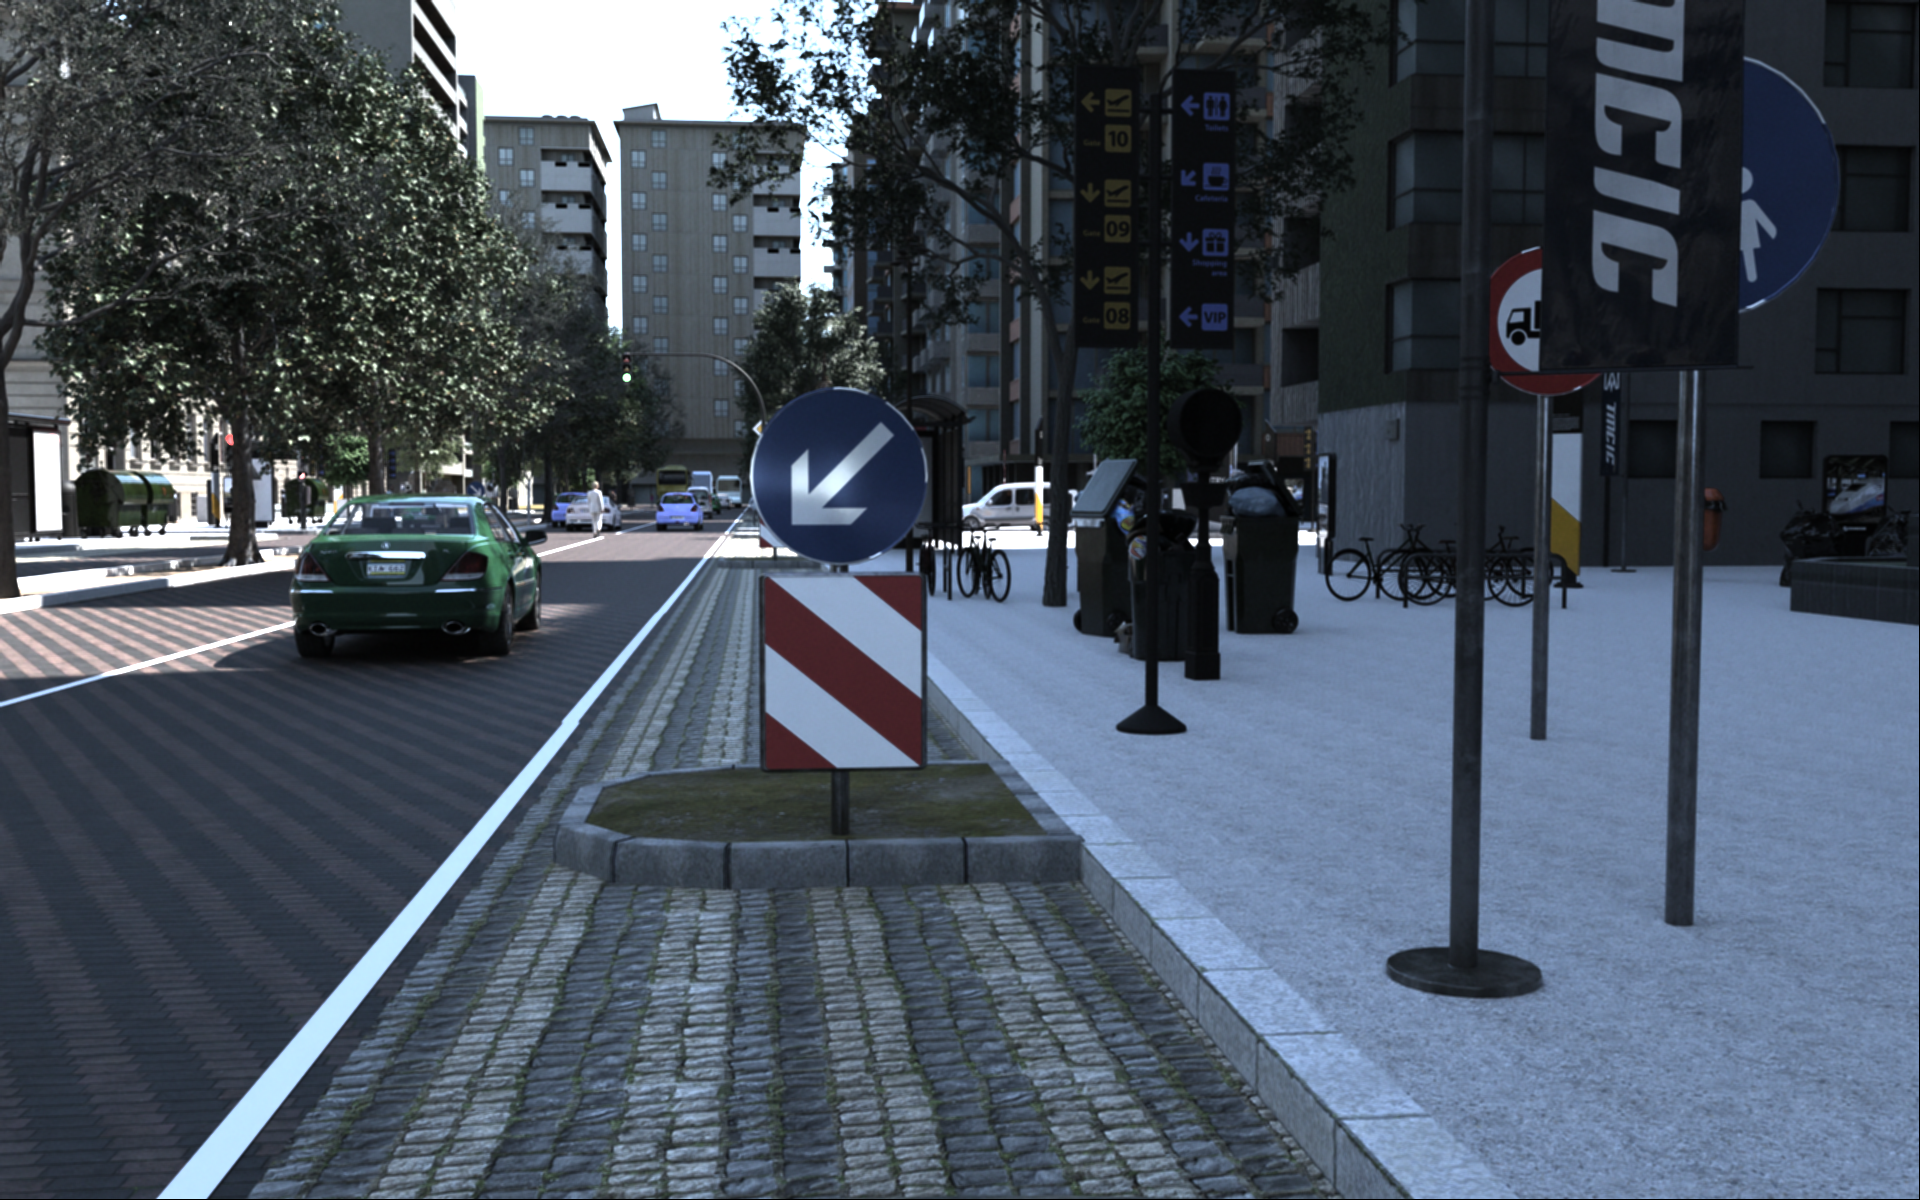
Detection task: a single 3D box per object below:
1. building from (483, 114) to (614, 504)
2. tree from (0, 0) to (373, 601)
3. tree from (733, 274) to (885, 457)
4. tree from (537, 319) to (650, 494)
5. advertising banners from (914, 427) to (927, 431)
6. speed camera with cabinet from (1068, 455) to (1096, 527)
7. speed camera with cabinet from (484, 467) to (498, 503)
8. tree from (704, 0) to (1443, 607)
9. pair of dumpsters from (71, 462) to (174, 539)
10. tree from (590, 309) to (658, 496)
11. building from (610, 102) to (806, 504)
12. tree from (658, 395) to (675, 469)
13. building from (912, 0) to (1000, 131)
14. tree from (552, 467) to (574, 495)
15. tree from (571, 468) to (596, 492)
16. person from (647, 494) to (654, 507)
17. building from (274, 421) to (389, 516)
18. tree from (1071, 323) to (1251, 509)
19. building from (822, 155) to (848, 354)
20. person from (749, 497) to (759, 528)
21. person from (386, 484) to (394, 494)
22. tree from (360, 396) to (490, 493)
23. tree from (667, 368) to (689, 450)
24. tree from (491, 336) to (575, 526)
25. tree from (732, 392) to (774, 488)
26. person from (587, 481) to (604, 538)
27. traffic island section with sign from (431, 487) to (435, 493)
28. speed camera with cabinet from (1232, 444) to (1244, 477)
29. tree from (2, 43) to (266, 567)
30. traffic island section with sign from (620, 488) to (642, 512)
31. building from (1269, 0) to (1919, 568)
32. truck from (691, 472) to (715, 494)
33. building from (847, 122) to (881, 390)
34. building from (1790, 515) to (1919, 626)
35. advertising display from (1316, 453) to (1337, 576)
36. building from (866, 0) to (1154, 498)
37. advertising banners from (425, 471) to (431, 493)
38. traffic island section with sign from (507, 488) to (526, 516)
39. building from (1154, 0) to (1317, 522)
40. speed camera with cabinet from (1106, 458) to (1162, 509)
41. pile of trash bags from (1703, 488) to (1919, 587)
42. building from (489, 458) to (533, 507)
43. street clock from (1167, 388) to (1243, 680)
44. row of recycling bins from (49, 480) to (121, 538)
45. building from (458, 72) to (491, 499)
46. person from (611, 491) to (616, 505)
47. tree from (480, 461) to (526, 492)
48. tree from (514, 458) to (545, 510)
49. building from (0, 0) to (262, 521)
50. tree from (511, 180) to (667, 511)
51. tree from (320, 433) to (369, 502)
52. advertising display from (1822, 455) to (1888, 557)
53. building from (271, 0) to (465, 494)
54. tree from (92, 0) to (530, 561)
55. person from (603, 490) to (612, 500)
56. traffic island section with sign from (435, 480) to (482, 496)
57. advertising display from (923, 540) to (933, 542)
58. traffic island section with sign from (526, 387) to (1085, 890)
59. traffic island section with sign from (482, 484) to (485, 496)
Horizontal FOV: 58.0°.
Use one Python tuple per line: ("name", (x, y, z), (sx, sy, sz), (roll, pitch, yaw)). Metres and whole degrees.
("building", (-60.578, -39.779, 239.622), (27.495, 52.752, 28.713), (0, 4, -7))
("tree", (-12.974, -6.744, 23.086), (12.009, 13.543, 11.850), (0, 3, 0))
("tree", (-8.298, -11.834, 100.133), (9.857, 13.997, 8.962), (0, 3, 0))
("tree", (-21.997, -10.595, 101.447), (9.928, 11.665, 9.643), (0, 3, 0))
("advertising banners", (-1.820, -2.873, 43.153), (2.074, 3.025, 0.090), (-1, 4, -14))
("speed camera with cabinet", (4.633, -4.507, 68.030), (2.038, 3.252, 0.660), (0, 4, -2))
("speed camera with cabinet", (-34.465, -8.007, 125.250), (2.038, 3.252, 0.660), (1, 4, 12))
("tree", (1.013, -5.185, 19.188), (8.767, 10.594, 7.601), (1, 4, 8))
("pair of dumpsters", (-24.839, -2.993, 51.431), (1.574, 2.255, 4.437), (0, 4, -7))
("tree", (-19.975, -10.055, 83.857), (9.611, 12.733, 9.660), (0, 3, 0))
("building", (-33.237, -39.957, 242.528), (27.495, 52.752, 28.713), (0, 4, -7))
("tree", (-23.280, -11.726, 111.183), (9.611, 12.733, 9.660), (0, 3, 0))
("building", (8.289, -30.959, 125.787), (23.786, 49.044, 30.456), (0, 4, -7))
("tree", (-36.758, -12.671, 157.537), (4.737, 8.622, 4.395), (0, 3, 0))
("tree", (-39.675, -12.153, 182.411), (4.285, 4.588, 4.351), (0, 3, 0))
("person", (-31.427, -10.082, 176.558), (0.991, 1.433, 0.599), (-2, 4, -28))
("building", (-47.393, -18.156, 115.943), (14.460, 24.649, 34.723), (0, 4, -7))
("tree", (3.853, -3.032, 33.294), (4.285, 4.588, 4.351), (0, 3, 0))
("building", (-4.115, -38.155, 243.445), (30.456, 49.044, 23.786), (0, 4, -7))
("person", (-8.371, -3.711, 70.993), (0.589, 1.601, 0.330), (0, 4, 8))
("person", (-21.856, -3.536, 66.502), (0.419, 1.800, 0.721), (0, 4, 1))
("tree", (-31.393, -11.108, 99.749), (7.486, 12.596, 7.792), (0, 3, 0))
("tree", (-24.351, -12.855, 123.013), (12.009, 13.543, 11.850), (0, 3, 0))
("tree", (-19.167, -7.583, 76.808), (4.360, 8.622, 3.978), (0, 3, 0))
("tree", (-20.906, -17.620, 205.099), (9.611, 12.733, 9.660), (0, 3, 0))
("person", (-11.795, -2.915, 56.045), (0.514, 1.842, 0.818), (-1, 4, -10))
("traffic island section with sign", (-26.238, -4.793, 86.998), (1.989, 1.847, 2.006), (0, 4, -7))
("speed camera with cabinet", (11.131, -4.378, 65.919), (2.038, 3.252, 0.660), (0, 4, -1))
("tree", (-14.158, -7.001, 33.936), (9.611, 12.733, 9.660), (0, 3, 0))
("traffic island section with sign", (-26.144, -7.914, 137.536), (2.006, 1.907, 1.989), (0, 4, -7))
("building", (13.910, -16.219, 36.876), (14.160, 30.474, 14.107), (0, 4, -7))
("truck", (-30.493, -12.976, 201.911), (2.967, 4.110, 18.799), (0, 4, -5))
("building", (-5.783, -33.698, 201.068), (14.600, 45.320, 14.200), (0, 4, -7))
("building", (19.946, -28.466, 7.418), (21.231, 58.520, 28.212), (0, 4, -7))
("advertising display", (5.845, -1.373, 27.659), (0.123, 1.923, 0.974), (0, 4, 1))
("building", (2.985, -30.648, 155.726), (22.147, 44.769, 28.867), (0, 4, -7))
("advertising banners", (-33.755, -6.955, 109.898), (0.090, 3.025, 2.074), (-2, 4, -26))
("traffic island section with sign", (-29.345, -6.431, 113.778), (1.989, 1.847, 2.006), (0, 4, -7))
("building", (14.818, -26.389, 86.079), (28.867, 44.769, 22.147), (0, 4, -7))
("speed camera with cabinet", (4.153, -2.884, 41.482), (0.660, 3.252, 2.038), (2, 4, 32))
("pile of trash bags", (11.924, -0.900, 24.465), (3.447, 1.369, 1.912), (3, 5, 42))
("building", (-63.279, -21.039, 189.020), (28.899, 21.520, 27.650), (0, 4, -7))
("street clock", (1.683, -0.453, 11.971), (0.471, 2.002, 0.358), (-1, 4, -16))
("row of recycling bins", (-26.561, -2.775, 52.482), (1.069, 1.692, 3.534), (0, 4, -2))
("building", (-52.779, -29.337, 163.250), (14.154, 41.232, 14.086), (0, 4, -7))
("person", (-33.613, -9.674, 167.207), (0.750, 1.759, 0.617), (-2, 4, -31))
("tree", (-33.944, -8.849, 128.397), (4.285, 4.588, 4.351), (0, 3, 0))
("tree", (-34.734, -13.373, 136.775), (7.486, 12.596, 7.792), (0, 3, 0))
("building", (-44.782, -15.248, 82.581), (16.112, 22.955, 30.059), (0, 4, -7))
("tree", (-17.897, -9.461, 67.511), (12.009, 13.543, 11.850), (0, 3, 0))
("tree", (-28.811, -5.963, 81.209), (4.285, 4.588, 4.351), (0, 3, 0))
("advertising display", (14.759, -1.430, 28.598), (0.974, 1.923, 0.123), (0, 4, 8))
("building", (-54.511, -31.877, 144.898), (21.300, 48.544, 21.600), (0, 4, -7))
("tree", (-14.906, -7.617, 43.998), (9.611, 12.733, 9.660), (0, 3, 0))
("person", (-30.191, -8.513, 147.817), (0.705, 1.807, 1.348), (3, 5, 40))
("traffic island section with sign", (-16.620, -2.899, 55.539), (2.006, 1.907, 1.989), (0, 4, -7))
("advertising display", (-0.866, -2.493, 45.979), (0.123, 1.923, 0.974), (-2, 4, -33))
("traffic island section with sign", (-0.636, 0.088, 7.196), (1.989, 1.847, 2.006), (0, 4, -7))
("traffic island section with sign", (-17.465, -3.349, 62.898), (2.006, 1.907, 1.989), (0, 4, -7))
